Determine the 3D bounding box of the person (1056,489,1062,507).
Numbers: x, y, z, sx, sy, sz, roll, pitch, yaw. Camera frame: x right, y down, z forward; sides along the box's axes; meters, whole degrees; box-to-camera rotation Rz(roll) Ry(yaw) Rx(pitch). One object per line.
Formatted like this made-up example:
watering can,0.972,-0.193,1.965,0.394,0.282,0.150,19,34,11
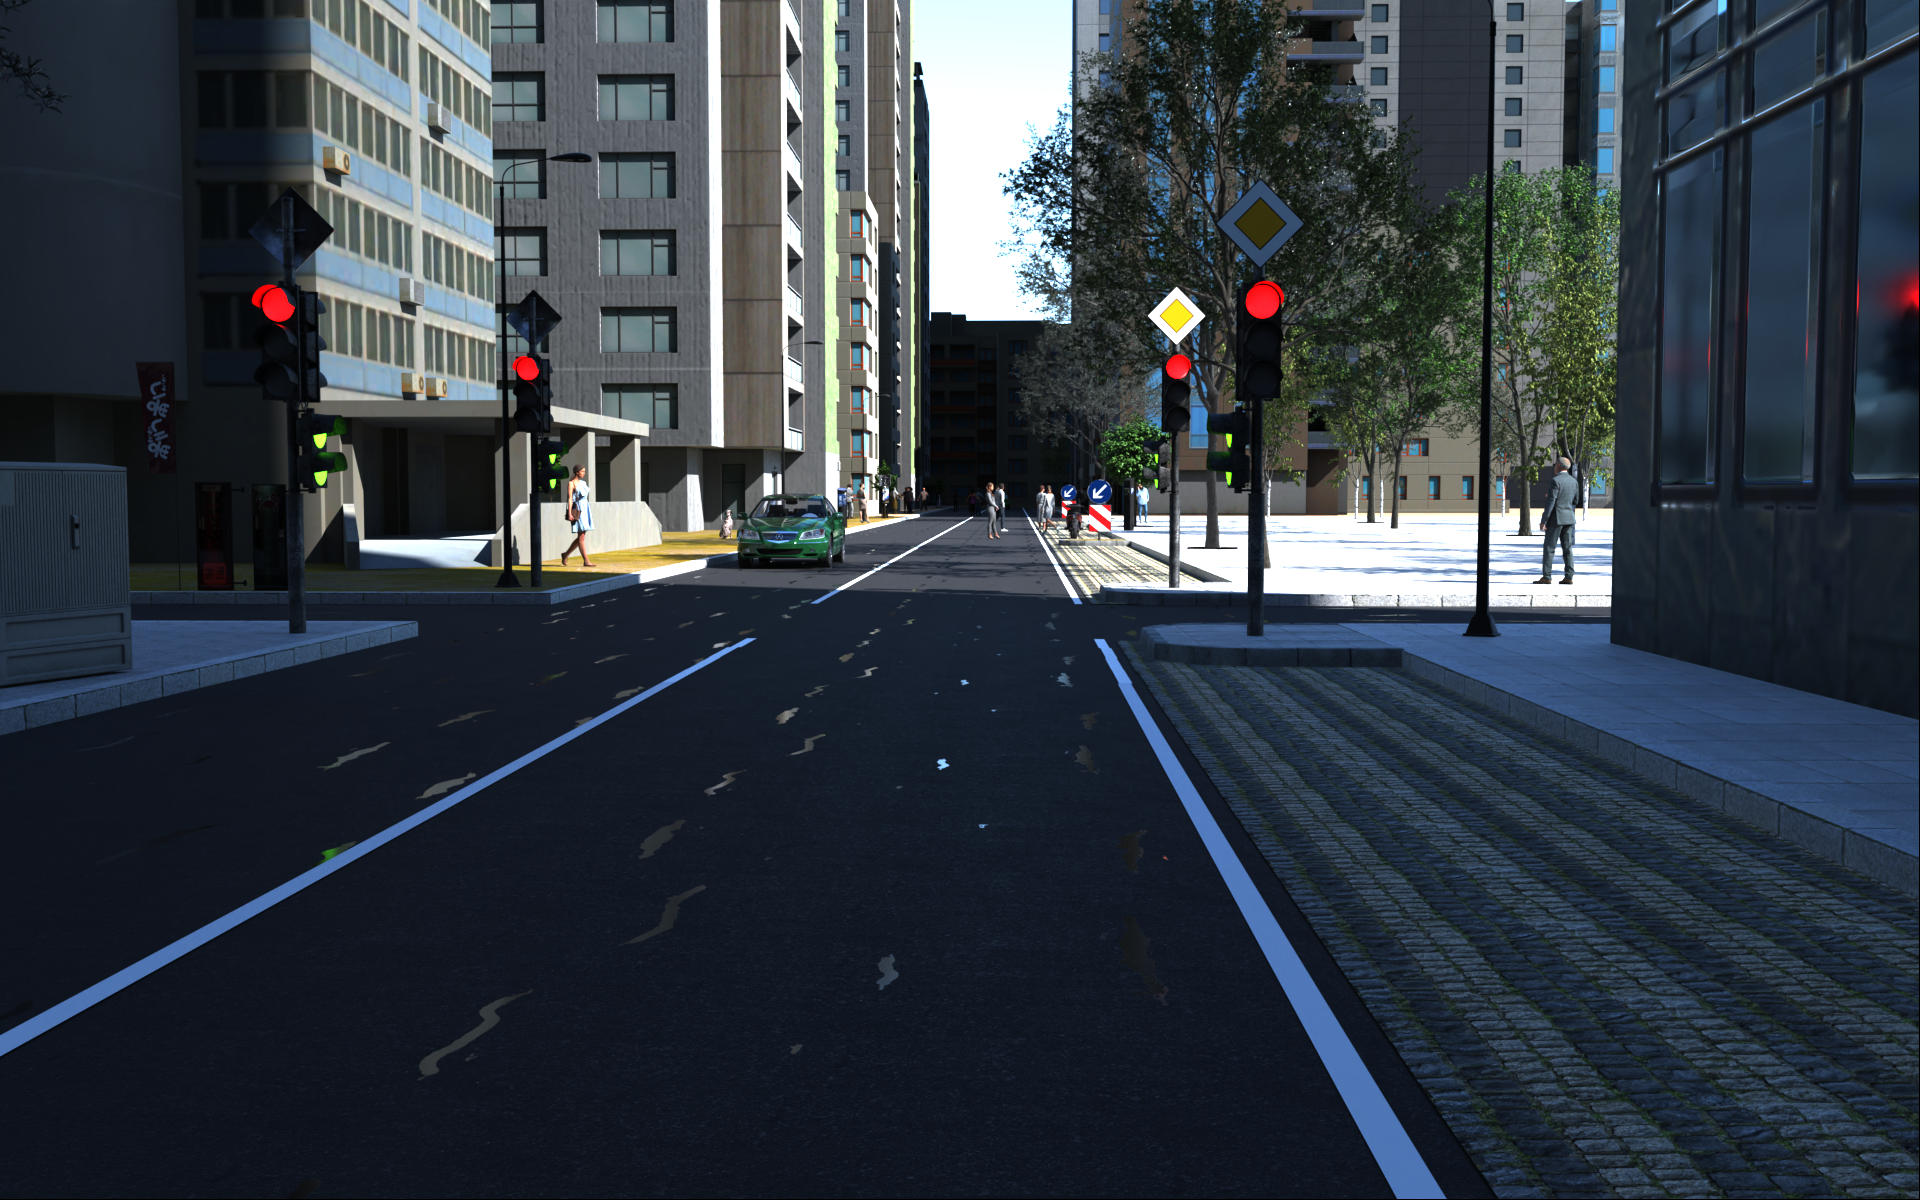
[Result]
person,9.769,-9.995,169.993,0.617,1.759,0.750,0,4,-8

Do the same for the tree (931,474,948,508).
tree,-2.003,-10.379,164.294,1.663,3.219,1.824,0,3,0

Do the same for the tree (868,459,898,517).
tree,-4.317,-6.201,95.986,1.663,3.219,1.824,0,3,0

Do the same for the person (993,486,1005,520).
person,2.116,-5.346,95.266,0.648,1.900,0.474,2,4,35

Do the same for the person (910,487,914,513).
person,-3.248,-6.828,118.406,0.721,1.743,1.217,0,4,-6

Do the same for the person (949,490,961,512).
person,-0.404,-7.909,138.525,1.217,1.735,0.721,-2,4,-34

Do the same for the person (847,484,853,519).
person,-5.751,-5.022,88.333,0.592,1.802,0.473,0,4,-8

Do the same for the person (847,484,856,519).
person,-5.665,-5.109,89.768,0.583,1.804,0.606,1,4,16

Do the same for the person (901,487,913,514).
person,-3.417,-6.416,111.472,0.750,1.759,0.617,-1,4,-20

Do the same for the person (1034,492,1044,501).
person,5.417,-6.346,113.077,1.217,1.723,0.721,0,4,1

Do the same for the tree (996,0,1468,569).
tree,5.147,-5.842,29.934,8.767,10.594,7.601,-1,4,-16

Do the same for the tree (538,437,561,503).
tree,-13.145,-3.720,55.429,1.663,3.219,1.824,0,3,0

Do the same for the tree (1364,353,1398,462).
tree,20.138,-8.404,87.761,4.737,8.622,4.395,0,3,0

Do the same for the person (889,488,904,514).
person,-4.115,-6.302,109.807,1.217,1.736,0.721,2,4,31

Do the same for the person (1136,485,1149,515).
person,10.419,-5.849,101.690,1.348,1.823,0.705,1,4,12

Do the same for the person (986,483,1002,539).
person,1.081,-2.822,54.912,0.573,1.790,0.520,-1,4,-12

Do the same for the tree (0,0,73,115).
tree,-7.645,-5.978,8.113,12.009,13.543,11.850,0,3,0

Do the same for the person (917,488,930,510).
person,-2.870,-7.902,135.788,0.990,1.755,0.434,-1,4,-9

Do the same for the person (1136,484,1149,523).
person,7.973,-4.239,75.622,0.793,1.790,0.793,-3,5,-42

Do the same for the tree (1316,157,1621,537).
tree,17.298,-7.748,52.435,9.928,11.665,9.643,0,3,0

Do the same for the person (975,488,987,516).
person,1.232,-6.520,115.181,1.350,1.814,0.705,3,4,37

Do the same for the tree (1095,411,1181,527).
tree,7.035,-5.191,68.592,4.285,4.588,4.351,0,3,0

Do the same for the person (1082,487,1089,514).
person,8.172,-6.414,111.699,0.721,1.735,1.217,-2,4,-24

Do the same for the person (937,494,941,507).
person,-2.272,-10.340,178.235,0.621,1.740,0.551,-1,4,-10

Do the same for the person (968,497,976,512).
person,1.035,-8.088,141.417,1.217,1.739,0.721,-3,5,-44

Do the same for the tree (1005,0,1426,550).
tree,5.846,-7.939,40.174,12.009,13.543,11.850,0,3,0

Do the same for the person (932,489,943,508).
person,-2.130,-9.476,161.801,1.217,1.723,0.721,1,4,18

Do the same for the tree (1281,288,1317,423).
tree,17.950,-9.187,75.966,9.928,11.665,9.643,0,3,0

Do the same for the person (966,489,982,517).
person,0.863,-6.099,108.905,1.217,1.739,0.721,3,5,40

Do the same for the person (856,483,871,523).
person,-4.303,-4.326,77.120,0.599,1.781,0.374,2,4,31

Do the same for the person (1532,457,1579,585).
person,8.476,-1.129,24.674,0.661,1.801,0.590,-2,4,-31

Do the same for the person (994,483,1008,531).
person,1.467,-3.564,66.609,0.795,1.843,0.661,-2,4,-30

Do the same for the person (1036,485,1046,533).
person,3.106,-3.380,64.331,0.480,1.755,0.524,2,4,29

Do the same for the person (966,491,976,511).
person,0.907,-8.242,144.086,0.721,1.723,1.217,3,5,41

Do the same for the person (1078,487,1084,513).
person,8.001,-6.617,115.026,0.445,1.727,0.742,-3,5,-41

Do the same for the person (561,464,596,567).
person,-6.759,-1.490,30.493,0.778,1.811,0.616,2,4,26

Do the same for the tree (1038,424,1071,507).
tree,10.058,-13.798,175.962,4.737,8.622,4.395,0,3,0

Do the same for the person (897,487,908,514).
person,-3.586,-6.559,113.804,1.217,1.766,0.721,2,4,33

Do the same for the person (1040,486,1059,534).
person,3.197,-3.194,61.470,0.760,1.731,0.466,1,4,22
